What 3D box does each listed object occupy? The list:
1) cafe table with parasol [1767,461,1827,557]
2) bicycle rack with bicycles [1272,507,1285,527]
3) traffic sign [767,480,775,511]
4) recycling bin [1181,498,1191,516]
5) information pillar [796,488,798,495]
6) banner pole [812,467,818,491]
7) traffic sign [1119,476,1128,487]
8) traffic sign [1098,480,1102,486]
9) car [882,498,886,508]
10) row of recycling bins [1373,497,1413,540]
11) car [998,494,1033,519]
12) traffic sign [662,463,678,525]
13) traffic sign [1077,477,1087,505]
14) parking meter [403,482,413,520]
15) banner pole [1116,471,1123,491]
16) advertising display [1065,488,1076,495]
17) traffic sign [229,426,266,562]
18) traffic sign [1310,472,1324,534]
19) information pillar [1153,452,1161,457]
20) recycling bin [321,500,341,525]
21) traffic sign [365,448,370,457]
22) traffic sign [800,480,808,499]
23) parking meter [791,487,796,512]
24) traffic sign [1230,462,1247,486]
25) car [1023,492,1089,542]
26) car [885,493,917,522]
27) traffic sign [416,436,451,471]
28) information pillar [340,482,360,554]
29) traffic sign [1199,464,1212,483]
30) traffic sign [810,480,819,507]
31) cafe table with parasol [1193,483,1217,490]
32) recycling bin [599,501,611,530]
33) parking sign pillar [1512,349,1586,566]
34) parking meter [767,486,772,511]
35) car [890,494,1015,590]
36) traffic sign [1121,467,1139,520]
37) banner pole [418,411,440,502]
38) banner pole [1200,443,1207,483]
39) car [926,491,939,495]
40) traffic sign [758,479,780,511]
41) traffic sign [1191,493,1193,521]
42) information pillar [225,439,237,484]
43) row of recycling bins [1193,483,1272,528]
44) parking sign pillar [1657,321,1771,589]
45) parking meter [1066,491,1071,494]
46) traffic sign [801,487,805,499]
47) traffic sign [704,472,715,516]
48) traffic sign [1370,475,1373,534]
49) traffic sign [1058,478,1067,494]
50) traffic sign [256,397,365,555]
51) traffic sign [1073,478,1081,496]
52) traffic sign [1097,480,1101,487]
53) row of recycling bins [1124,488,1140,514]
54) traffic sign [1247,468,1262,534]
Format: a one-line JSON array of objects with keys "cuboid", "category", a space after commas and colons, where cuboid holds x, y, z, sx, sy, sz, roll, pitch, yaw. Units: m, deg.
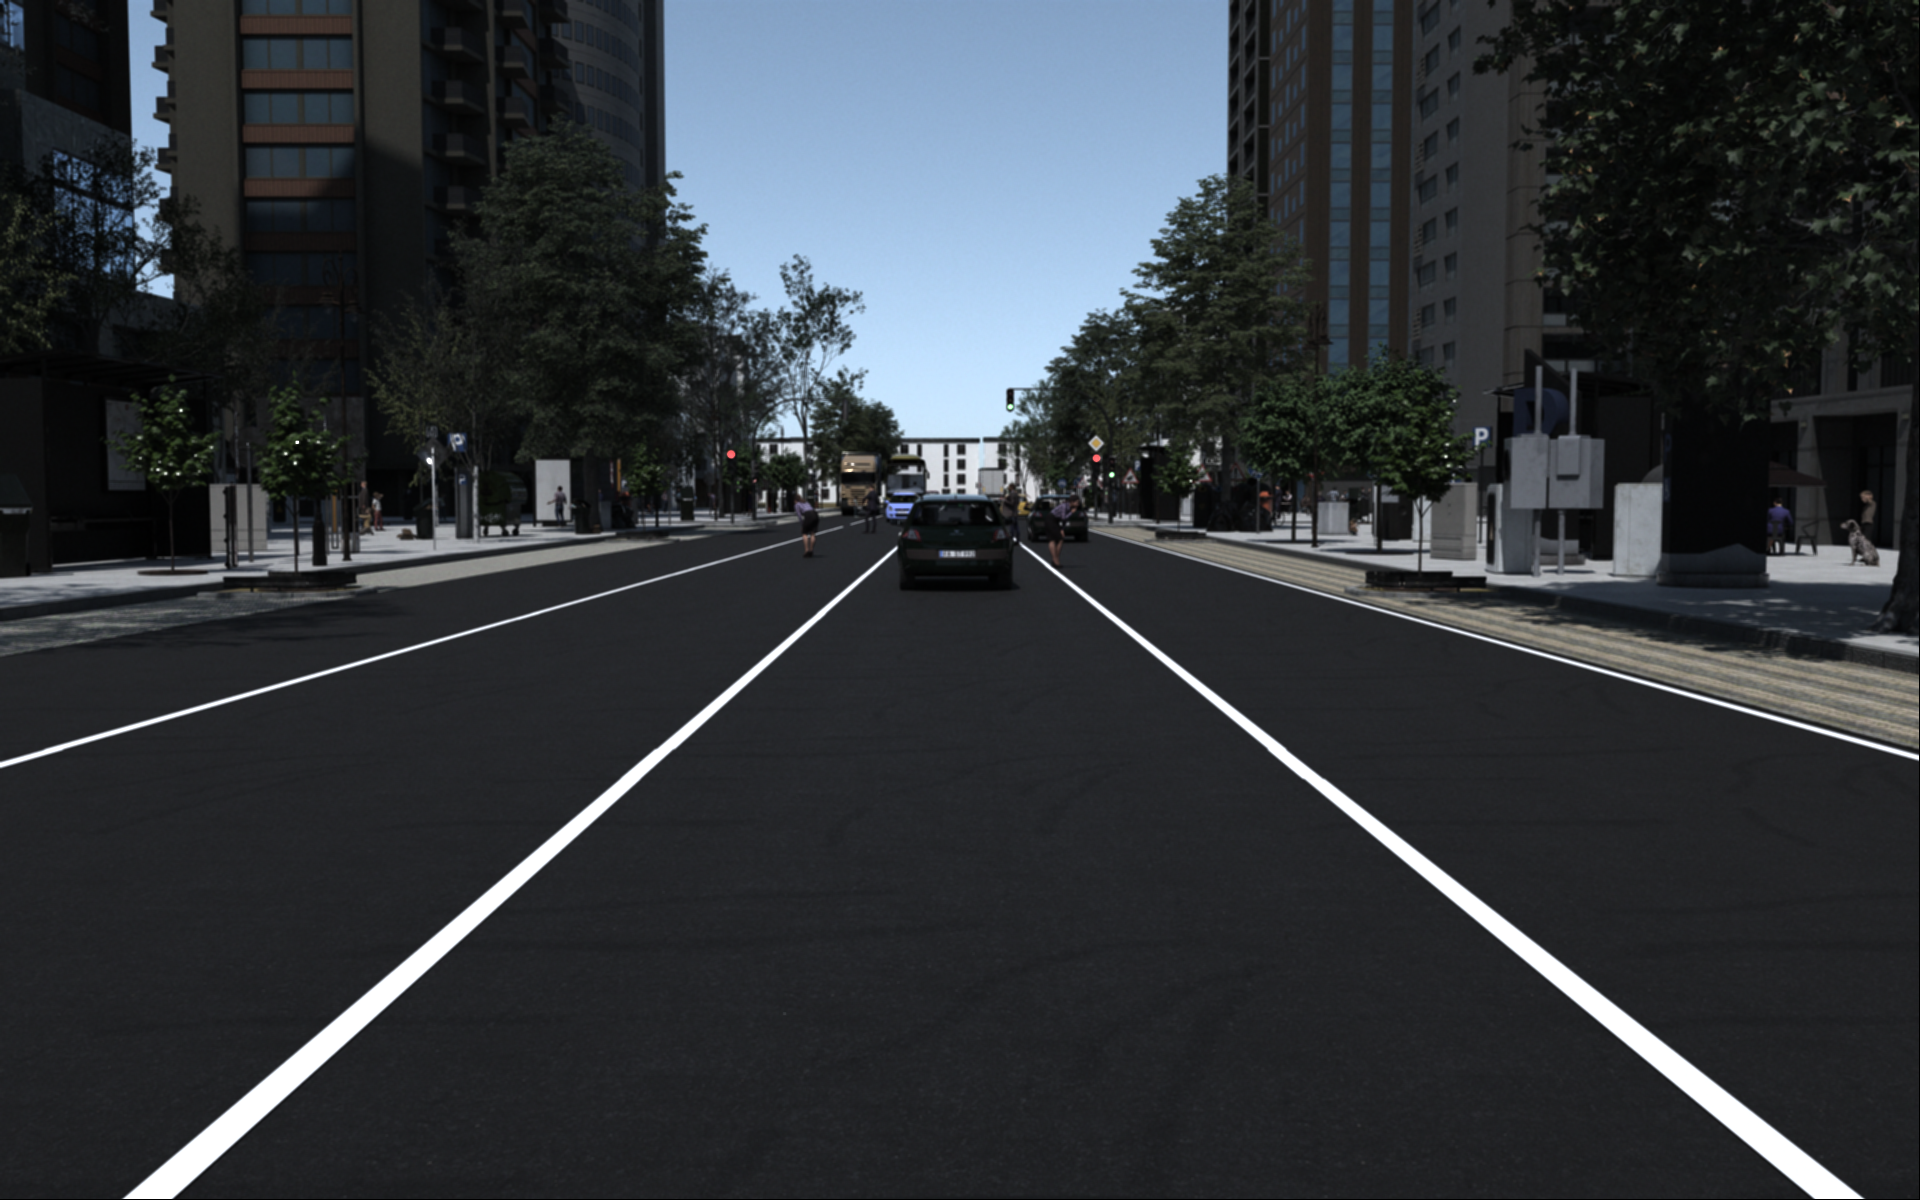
[{"cuboid": [16.939, -1.918, 36.217, 2.610, 1.966, 2.610, -1, 4, -14], "category": "cafe table with parasol"}, {"cuboid": [11.485, -3.376, 68.574, 2.925, 0.926, 2.852, -1, 4, -14], "category": "bicycle rack with bicycles"}, {"cuboid": [-14.146, -7.966, 130.346, 0.768, 2.556, 0.104, 1, 4, 10], "category": "traffic sign"}, {"cuboid": [13.348, -5.439, 101.476, 0.722, 1.027, 0.722, 0, 4, -4], "category": "recycling bin"}, {"cuboid": [-12.343, -7.677, 130.012, 0.304, 2.012, 0.304, 1, 4, 18], "category": "information pillar"}, {"cuboid": [-13.017, -10.184, 156.528, 0.863, 3.779, 0.401, -3, 5, -43], "category": "banner pole"}, {"cuboid": [11.832, -7.635, 124.566, 0.795, 2.593, 0.064, 0, 4, 5], "category": "traffic sign"}, {"cuboid": [12.531, -9.571, 156.584, 0.768, 2.556, 0.104, 0, 4, 3], "category": "traffic sign"}, {"cuboid": [-7.113, -10.434, 182.401, 2.131, 1.459, 4.920, 0, 4, -1], "category": "car"}, {"cuboid": [12.581, -2.636, 50.215, 1.069, 1.692, 3.534, 1, 4, 10], "category": "row of recycling bins"}, {"cuboid": [3.185, -5.465, 99.578, 2.015, 1.641, 3.980, 0, 4, 2], "category": "car"}, {"cuboid": [-12.094, -4.402, 72.077, 0.768, 2.556, 0.104, 0, 4, 6], "category": "traffic sign"}, {"cuboid": [9.467, -8.186, 133.851, 0.884, 2.594, 0.081, 0, 4, 5], "category": "traffic sign"}, {"cuboid": [-27.017, -4.831, 84.698, 0.399, 1.863, 0.255, -3, 5, -45], "category": "parking meter"}, {"cuboid": [11.798, -8.420, 127.681, 0.401, 3.779, 0.863, -3, 5, -40], "category": "banner pole"}, {"cuboid": [9.458, -8.746, 148.206, 0.974, 1.923, 0.123, 0, 4, -7], "category": "advertising display"}, {"cuboid": [-13.355, -1.985, 32.559, 0.768, 2.556, 0.104, 0, 4, 3], "category": "traffic sign"}, {"cuboid": [11.315, -3.385, 55.450, 0.768, 2.556, 0.104, 0, 4, 5], "category": "traffic sign"}, {"cuboid": [11.544, -6.694, 100.808, 0.183, 3.616, 0.504, -2, 4, -33], "category": "information pillar"}, {"cuboid": [-26.374, -3.690, 72.881, 0.722, 1.027, 0.722, 2, 4, 33], "category": "recycling bin"}, {"cuboid": [-13.330, -2.338, 37.954, 0.795, 2.593, 0.064, 0, 4, 2], "category": "traffic sign"}, {"cuboid": [-11.953, -8.046, 131.656, 0.768, 2.556, 0.104, 0, 4, 4], "category": "traffic sign"}, {"cuboid": [-12.119, -7.353, 125.924, 0.399, 1.863, 0.255, -2, 4, -27], "category": "parking meter"}, {"cuboid": [11.136, -4.285, 70.057, 0.884, 2.594, 0.081, 0, 4, 6], "category": "traffic sign"}, {"cuboid": [2.953, -2.628, 52.759, 2.009, 1.686, 4.222, 0, 4, 0], "category": "car"}, {"cuboid": [-2.886, -4.877, 89.327, 1.945, 1.707, 3.694, 0, 4, 1], "category": "car"}, {"cuboid": [-11.999, -2.430, 39.457, 0.795, 2.593, 0.064, 0, 4, 1], "category": "traffic sign"}, {"cuboid": [-13.151, -2.008, 37.320, 0.304, 2.012, 0.304, 0, 4, 1], "category": "information pillar"}, {"cuboid": [10.355, -4.530, 74.074, 0.884, 2.594, 0.081, 0, 4, 7], "category": "traffic sign"}, {"cuboid": [-13.068, -9.529, 155.802, 0.884, 2.594, 0.081, 1, 4, 9], "category": "traffic sign"}, {"cuboid": [15.264, -6.165, 105.661, 2.610, 1.966, 2.610, 0, 4, -2], "category": "cafe table with parasol"}, {"cuboid": [-12.926, -3.009, 61.746, 0.722, 1.027, 0.722, 1, 4, 23], "category": "recycling bin"}, {"cuboid": [10.683, -2.637, 31.592, 1.447, 3.967, 1.447, -2, 4, -26], "category": "parking sign pillar"}, {"cuboid": [-14.041, -7.468, 127.820, 0.255, 1.863, 0.399, -2, 4, -29], "category": "parking meter"}, {"cuboid": [-0.108, -1.070, 27.279, 2.009, 1.686, 4.222, 0, 4, -2], "category": "car"}, {"cuboid": [8.316, -5.176, 84.628, 0.884, 2.594, 0.081, 0, 4, 8], "category": "traffic sign"}, {"cuboid": [-16.160, -3.829, 52.617, 0.401, 3.779, 0.863, 3, 5, 41], "category": "banner pole"}, {"cuboid": [11.910, -5.806, 84.945, 0.401, 3.779, 0.863, 2, 4, 31], "category": "banner pole"}, {"cuboid": [-3.150, -11.545, 197.427, 2.281, 1.827, 5.304, 0, 4, -2], "category": "car"}, {"cuboid": [-14.871, -8.460, 132.198, 2.265, 3.308, 0.079, 0, 4, 8], "category": "traffic sign"}, {"cuboid": [10.953, -4.997, 81.801, 0.768, 2.556, 0.104, 0, 4, 4], "category": "traffic sign"}, {"cuboid": [-30.044, -4.887, 71.259, 0.504, 3.616, 0.183, -2, 4, -29], "category": "information pillar"}, {"cuboid": [10.275, -3.561, 65.342, 1.069, 1.692, 3.534, -3, 5, -43], "category": "row of recycling bins"}, {"cuboid": [10.506, -2.177, 24.066, 1.447, 3.967, 1.447, 0, 4, 6], "category": "parking sign pillar"}, {"cuboid": [8.221, -7.537, 131.641, 0.372, 1.533, 0.369, 0, 3, 0], "category": "parking meter"}, {"cuboid": [-13.650, -9.247, 151.287, 0.768, 2.556, 0.104, 0, 4, 5], "category": "traffic sign"}, {"cuboid": [-14.534, -6.155, 100.735, 0.768, 2.556, 0.104, 0, 4, 1], "category": "traffic sign"}, {"cuboid": [13.164, -3.365, 55.128, 0.768, 2.556, 0.104, 0, 4, 4], "category": "traffic sign"}, {"cuboid": [8.287, -8.582, 140.423, 0.768, 2.556, 0.104, 0, 4, 7], "category": "traffic sign"}, {"cuboid": [-13.594, -2.594, 36.278, 2.265, 3.308, 0.079, 0, 4, 2], "category": "traffic sign"}, {"cuboid": [9.171, -8.197, 134.134, 0.768, 2.556, 0.104, 1, 4, 10], "category": "traffic sign"}, {"cuboid": [11.652, -9.024, 147.544, 0.884, 2.594, 0.081, 0, 4, 5], "category": "traffic sign"}, {"cuboid": [11.374, -6.442, 112.442, 1.069, 1.692, 3.534, 1, 4, 15], "category": "row of recycling bins"}, {"cuboid": [9.645, -3.419, 56.002, 0.768, 2.556, 0.104, 0, 4, 8], "category": "traffic sign"}]
